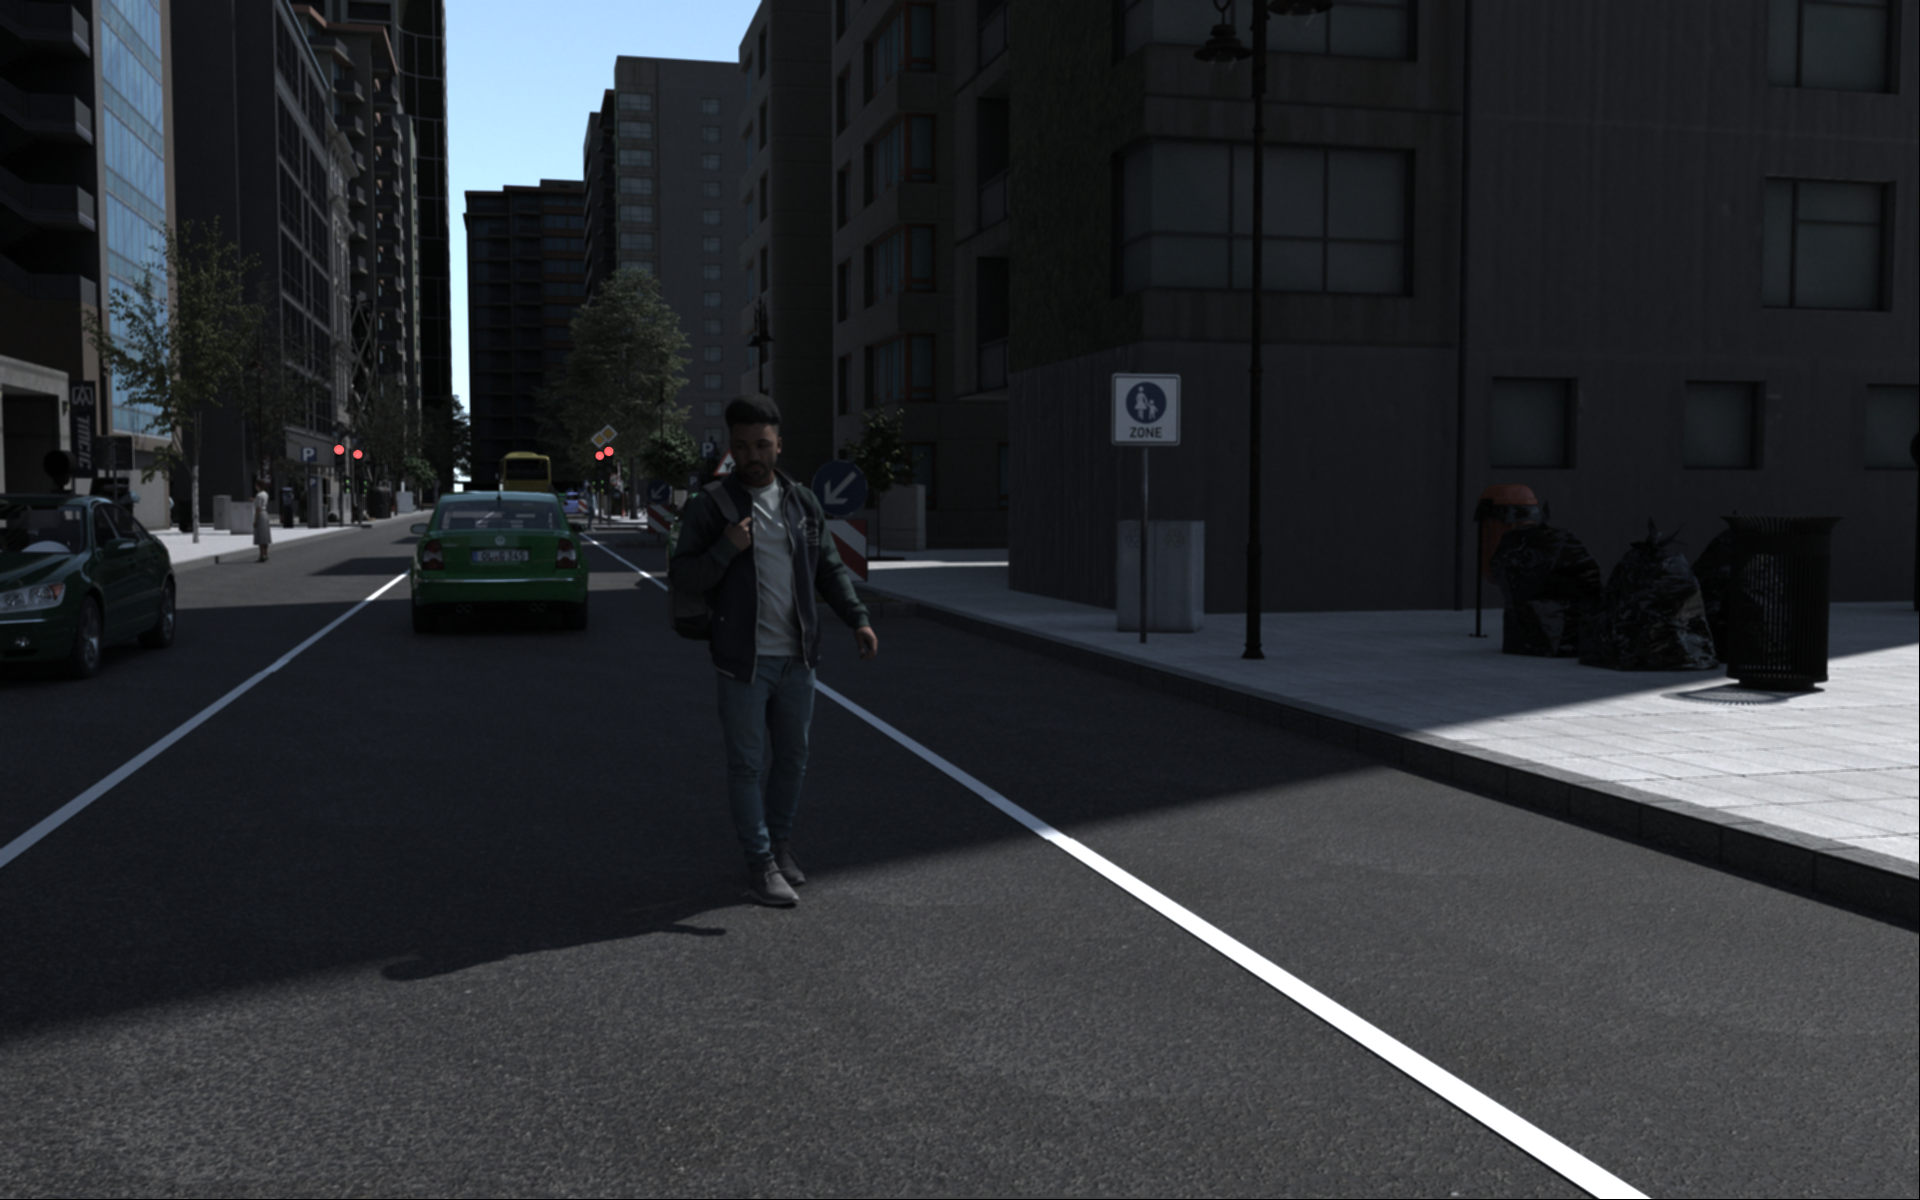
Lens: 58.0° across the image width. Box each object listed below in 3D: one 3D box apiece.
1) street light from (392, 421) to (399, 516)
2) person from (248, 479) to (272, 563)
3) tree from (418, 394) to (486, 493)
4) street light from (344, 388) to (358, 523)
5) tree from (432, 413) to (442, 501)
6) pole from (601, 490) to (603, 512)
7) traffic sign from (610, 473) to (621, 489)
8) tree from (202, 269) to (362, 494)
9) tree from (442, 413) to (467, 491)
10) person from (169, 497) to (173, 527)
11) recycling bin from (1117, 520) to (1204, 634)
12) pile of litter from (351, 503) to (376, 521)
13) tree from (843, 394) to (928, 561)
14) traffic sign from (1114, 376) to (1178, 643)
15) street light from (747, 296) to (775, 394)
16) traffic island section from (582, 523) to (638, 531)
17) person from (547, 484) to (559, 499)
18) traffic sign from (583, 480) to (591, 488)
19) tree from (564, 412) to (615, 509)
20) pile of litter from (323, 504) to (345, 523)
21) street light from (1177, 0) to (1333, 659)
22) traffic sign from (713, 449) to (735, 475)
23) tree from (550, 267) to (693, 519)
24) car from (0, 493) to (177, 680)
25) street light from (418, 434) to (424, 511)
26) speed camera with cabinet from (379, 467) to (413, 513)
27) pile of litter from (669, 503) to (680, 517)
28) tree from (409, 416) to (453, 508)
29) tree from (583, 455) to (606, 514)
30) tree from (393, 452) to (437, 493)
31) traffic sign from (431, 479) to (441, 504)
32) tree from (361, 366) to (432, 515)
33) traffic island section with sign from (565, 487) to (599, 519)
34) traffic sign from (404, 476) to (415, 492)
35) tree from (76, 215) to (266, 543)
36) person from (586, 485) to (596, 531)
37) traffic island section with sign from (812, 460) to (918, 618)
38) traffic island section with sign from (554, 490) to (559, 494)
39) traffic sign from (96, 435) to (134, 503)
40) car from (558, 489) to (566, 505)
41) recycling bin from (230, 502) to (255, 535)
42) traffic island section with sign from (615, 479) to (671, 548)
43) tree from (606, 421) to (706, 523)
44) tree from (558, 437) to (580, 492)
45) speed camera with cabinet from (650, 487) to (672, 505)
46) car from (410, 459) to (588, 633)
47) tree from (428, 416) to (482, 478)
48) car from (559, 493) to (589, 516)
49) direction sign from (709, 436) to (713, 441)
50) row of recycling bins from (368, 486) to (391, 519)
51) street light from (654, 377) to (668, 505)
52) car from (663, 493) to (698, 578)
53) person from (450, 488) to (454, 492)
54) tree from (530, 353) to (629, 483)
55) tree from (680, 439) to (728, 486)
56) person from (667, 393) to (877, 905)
[{"bbox_3d":[-33.514,-7.948,102.735,0.468,5.910,1.993,-1,4,-14],"label":"street light"},{"bbox_3d":[-14.738,-1.668,36.338,0.524,1.755,0.480,0,4,1],"label":"person"},{"bbox_3d":[-57.581,-16.981,195.762,7.486,12.596,7.792,0,3,0],"label":"tree"},{"bbox_3d":[-26.503,-6.278,75.431,0.468,5.910,1.993,-1,4,-14],"label":"street light"},{"bbox_3d":[-34.629,-9.535,106.264,4.360,8.622,3.978,0,3,0],"label":"tree"},{"bbox_3d":[-26.064,-8.090,126.116,0.158,3.312,0.155,0,3,0],"label":"pole"},{"bbox_3d":[-20.910,-6.415,104.994,0.768,2.556,0.104,0,4,-7],"label":"traffic sign"},{"bbox_3d":[-23.072,-6.546,57.383,4.360,8.622,3.978,0,3,0],"label":"tree"},{"bbox_3d":[-46.523,-12.487,154.530,4.360,8.622,3.978,0,3,0],"label":"tree"},{"bbox_3d":[-31.036,-3.509,67.686,0.589,1.601,0.330,1,4,18],"label":"person"},{"bbox_3d":[1.896,-0.231,16.327,0.722,1.027,0.722,1,4,16],"label":"recycling bin"},{"bbox_3d":[-28.387,-4.184,82.366,1.176,0.858,1.719,-1,4,-16],"label":"pile of litter"},{"bbox_3d":[-1.455,-2.392,33.713,1.663,3.219,1.824,0,3,0],"label":"tree"},{"bbox_3d":[1.577,-0.778,14.842,0.606,2.300,0.079,-1,4,-12],"label":"traffic sign"},{"bbox_3d":[-4.672,-4.151,40.660,0.468,5.910,1.993,-1,4,-14],"label":"street light"},{"bbox_3d":[-14.017,-2.879,69.357,2.009,0.180,2.903,-1,4,-14],"label":"traffic island section"},{"bbox_3d":[-14.598,-3.254,61.882,0.537,1.800,0.526,0,4,6],"label":"person"},{"bbox_3d":[-31.815,-9.049,148.061,0.768,2.556,0.104,-1,4,-10],"label":"traffic sign"},{"bbox_3d":[-35.987,-13.076,164.152,4.737,8.622,4.395,0,3,0],"label":"tree"},{"bbox_3d":[-28.412,-3.877,77.348,1.719,0.858,1.176,0,4,-1],"label":"pile of litter"},{"bbox_3d":[2.289,-2.481,13.344,0.468,5.910,1.993,-1,4,-14],"label":"street light"},{"bbox_3d":[-6.600,-3.027,49.495,0.884,2.594,0.081,-1,4,-10],"label":"traffic sign"},{"bbox_3d":[-16.810,-10.326,86.962,7.486,12.596,7.792,0,3,0],"label":"tree"},{"bbox_3d":[-7.962,-0.175,14.656,2.131,1.459,4.920,-1,4,-13],"label":"car"},{"bbox_3d":[-40.435,-9.619,130.061,0.468,5.910,1.993,-1,4,-14],"label":"street light"},{"bbox_3d":[-37.515,-7.392,115.194,2.038,3.252,0.660,-2,4,-32],"label":"speed camera with cabinet"},{"bbox_3d":[-15.904,-5.033,96.260,1.719,0.858,1.176,1,4,9],"label":"pile of litter"},{"bbox_3d":[-49.241,-12.933,161.814,4.737,8.622,4.395,0,3,0],"label":"tree"},{"bbox_3d":[-22.705,-7.841,111.920,4.285,4.588,4.351,0,3,0],"label":"tree"},{"bbox_3d":[-42.983,-9.357,136.702,4.285,4.588,4.351,0,3,0],"label":"tree"},{"bbox_3d":[-44.675,-9.025,147.670,0.768,2.556,0.104,-1,4,-13],"label":"traffic sign"},{"bbox_3d":[-32.562,-9.016,97.778,4.360,8.622,3.978,0,3,0],"label":"tree"},{"bbox_3d":[-22.108,-5.654,101.073,1.989,1.847,2.006,-1,4,-14],"label":"traffic island section with sign"},{"bbox_3d":[-39.161,-7.532,123.259,0.768,2.556,0.104,0,4,-6],"label":"traffic sign"},{"bbox_3d":[-20.253,-5.798,45.160,4.737,8.622,4.395,0,3,0],"label":"tree"},{"bbox_3d":[-14.317,-3.567,67.091,0.793,1.790,0.793,-2,4,-32],"label":"person"},{"bbox_3d":[-1.687,-0.753,20.936,1.989,1.847,2.006,-1,4,-14],"label":"traffic island section with sign"},{"bbox_3d":[-28.833,-7.272,127.519,1.989,1.847,2.006,-1,4,-14],"label":"traffic island section with sign"},{"bbox_3d":[-14.727,-1.718,30.213,0.606,2.300,0.079,0,4,-8],"label":"traffic sign"},{"bbox_3d":[-31.564,-7.851,137.165,1.959,1.807,4.718,-1,4,-14],"label":"car"},{"bbox_3d":[-22.699,-2.588,54.865,0.722,1.027,0.722,-1,4,-16],"label":"recycling bin"},{"bbox_3d":[-8.354,-2.350,47.057,1.989,1.847,2.006,-1,4,-14],"label":"traffic island section with sign"},{"bbox_3d":[-13.022,-5.788,78.348,4.285,4.588,4.351,0,3,0],"label":"tree"},{"bbox_3d":[-41.442,-14.354,185.041,4.360,8.622,3.978,0,3,0],"label":"tree"},{"bbox_3d":[-21.868,-8.092,126.643,0.660,3.252,2.038,-3,5,-44],"label":"speed camera with cabinet"},{"bbox_3d":[-5.164,-0.650,19.419,1.959,1.807,4.718,-1,4,-15],"label":"car"},{"bbox_3d":[-60.683,-16.677,207.082,7.601,10.594,8.767,0,4,-5],"label":"tree"},{"bbox_3d":[-23.503,-5.891,105.905,1.945,1.707,3.694,-1,4,-15],"label":"car"},{"bbox_3d":[-9.761,-4.653,68.068,0.379,3.537,0.876,-1,4,-15],"label":"direction sign"},{"bbox_3d":[-30.333,-5.097,90.442,1.069,1.692,3.534,-1,4,-14],"label":"row of recycling bins"},{"bbox_3d":[-11.818,-5.865,68.681,0.468,5.910,1.993,-1,4,-14],"label":"street light"},{"bbox_3d":[-3.813,-1.191,28.268,1.959,1.807,4.718,-1,4,-13],"label":"car"},{"bbox_3d":[-28.858,-5.470,98.281,0.374,1.781,0.599,2,4,35],"label":"person"},{"bbox_3d":[-33.192,-15.093,153.429,9.857,13.997,8.962,0,3,0],"label":"tree"},{"bbox_3d":[-8.580,-4.007,60.117,1.663,3.219,1.824,0,3,0],"label":"tree"},{"bbox_3d":[-0.703,0.166,6.140,0.623,1.781,0.721,-3,5,-43],"label":"person"}]
